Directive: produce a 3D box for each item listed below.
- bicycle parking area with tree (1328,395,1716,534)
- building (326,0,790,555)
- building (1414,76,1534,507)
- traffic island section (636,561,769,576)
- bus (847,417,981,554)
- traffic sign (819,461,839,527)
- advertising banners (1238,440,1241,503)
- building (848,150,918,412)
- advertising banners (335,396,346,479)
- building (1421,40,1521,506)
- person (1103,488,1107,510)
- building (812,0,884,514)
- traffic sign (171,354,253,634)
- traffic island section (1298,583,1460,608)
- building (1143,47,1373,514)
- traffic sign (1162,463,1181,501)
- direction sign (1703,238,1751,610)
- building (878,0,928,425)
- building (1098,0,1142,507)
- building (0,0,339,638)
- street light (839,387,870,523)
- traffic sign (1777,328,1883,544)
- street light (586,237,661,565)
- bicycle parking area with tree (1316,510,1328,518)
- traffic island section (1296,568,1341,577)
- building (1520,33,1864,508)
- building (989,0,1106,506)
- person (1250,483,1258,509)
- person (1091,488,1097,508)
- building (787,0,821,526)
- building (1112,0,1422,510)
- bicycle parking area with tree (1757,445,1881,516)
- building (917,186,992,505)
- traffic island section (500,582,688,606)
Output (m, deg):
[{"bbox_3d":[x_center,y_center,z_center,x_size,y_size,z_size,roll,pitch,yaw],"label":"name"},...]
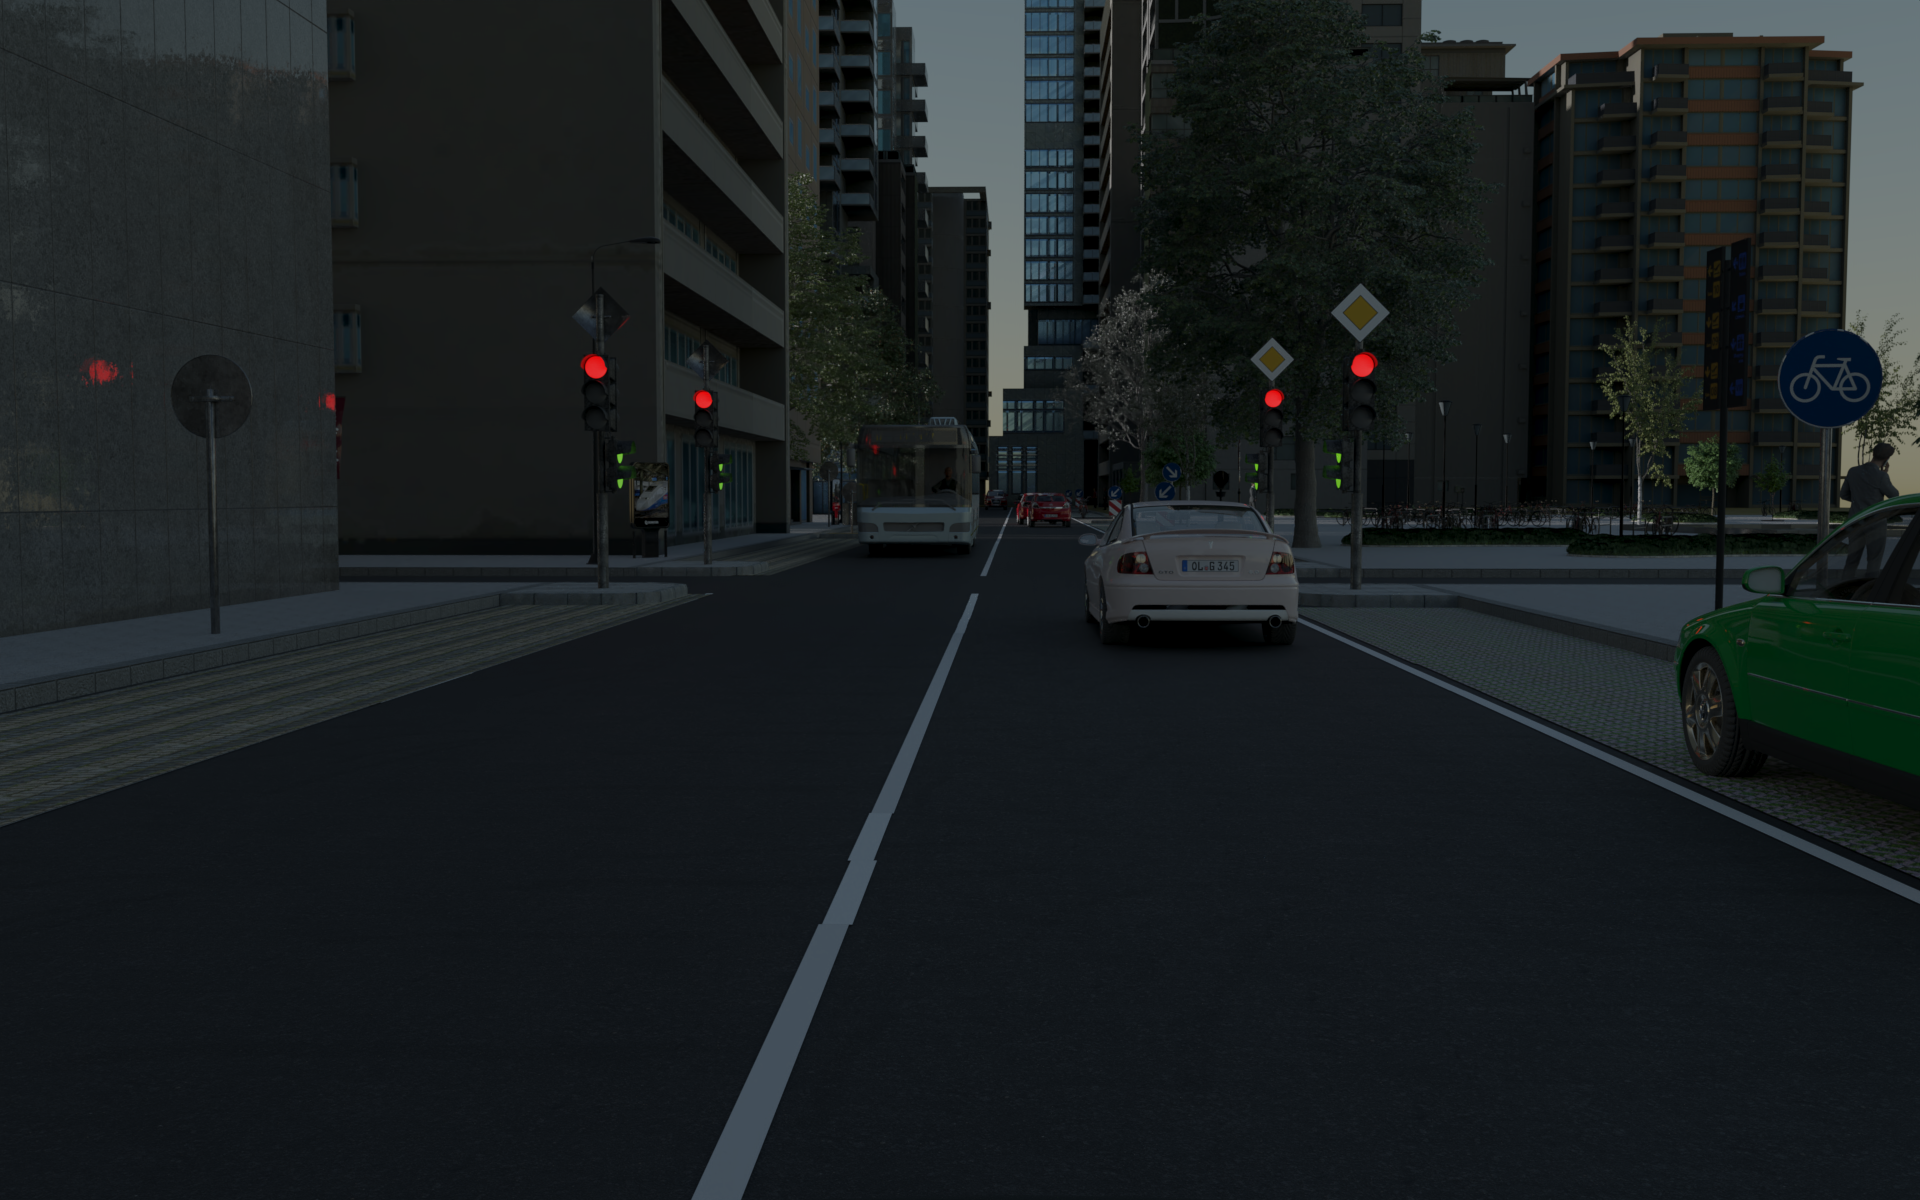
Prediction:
[{"bbox_3d":[17.143,-3.961,51.759,8.231,4.147,9.016,3,5,45],"label":"bicycle parking area with tree"},{"bbox_3d":[-16.596,-25.799,45.523,21.300,48.544,21.600,0,4,2],"label":"building"},{"bbox_3d":[48.028,-29.931,172.963,14.086,41.232,14.154,0,4,2],"label":"building"},{"bbox_3d":[-4.623,-0.572,31.632,2.009,0.180,2.903,0,4,2],"label":"traffic island section"},{"bbox_3d":[-0.882,-3.007,44.023,2.948,3.499,13.247,0,4,1],"label":"bus"},{"bbox_3d":[-5.113,-4.122,67.505,0.768,2.556,0.104,1,4,11],"label":"traffic sign"},{"bbox_3d":[7.950,-3.250,49.333,0.090,3.025,2.074,1,4,9],"label":"advertising banners"},{"bbox_3d":[-10.908,-22.869,145.607,14.160,30.474,14.107,0,4,2],"label":"building"},{"bbox_3d":[-12.043,-2.135,31.091,2.074,3.025,0.090,0,4,-1],"label":"advertising banners"},{"bbox_3d":[49.003,-37.556,203.276,27.495,52.752,28.713,0,4,2],"label":"building"},{"bbox_3d":[11.620,-8.128,139.070,0.705,1.807,1.348,0,4,-1],"label":"person"},{"bbox_3d":[-15.929,-49.472,121.539,22.319,86.520,31.000,0,4,2],"label":"building"},{"bbox_3d":[-6.838,-0.962,15.833,0.768,2.556,0.104,0,4,4],"label":"traffic sign"},{"bbox_3d":[5.346,-0.063,23.306,2.009,0.180,2.903,0,4,2],"label":"traffic island section"},{"bbox_3d":[19.218,-21.061,116.049,14.160,30.474,14.107,0,4,2],"label":"building"},{"bbox_3d":[8.606,-4.302,70.445,0.768,2.556,0.104,0,4,4],"label":"traffic sign"},{"bbox_3d":[6.970,-1.457,15.814,0.379,3.537,0.876,0,4,1],"label":"direction sign"},{"bbox_3d":[-18.565,-33.636,169.551,30.456,49.044,23.786,0,4,2],"label":"building"},{"bbox_3d":[23.545,-32.442,154.132,21.300,48.544,21.600,0,4,2],"label":"building"},{"bbox_3d":[-18.435,-12.155,16.755,19.932,24.808,12.078,0,4,2],"label":"building"},{"bbox_3d":[-4.637,-6.303,75.592,1.470,5.913,1.316,0,4,2],"label":"street light"},{"bbox_3d":[6.711,-0.816,13.446,0.768,2.556,0.104,0,4,8],"label":"traffic sign"},{"bbox_3d":[-6.098,-3.602,31.438,1.470,5.913,1.316,0,4,2],"label":"street light"},{"bbox_3d":[18.946,-5.038,69.366,8.231,4.147,9.016,-1,4,-18],"label":"bicycle parking area with tree"},{"bbox_3d":[5.613,-0.551,31.287,2.009,0.180,2.903,0,4,2],"label":"traffic island section"},{"bbox_3d":[70.422,-31.376,167.625,28.867,44.769,22.147,0,4,2],"label":"building"},{"bbox_3d":[19.045,-54.245,199.582,31.000,86.520,22.319,0,4,2],"label":"building"},{"bbox_3d":[14.292,-4.809,84.026,0.474,1.900,0.648,0,4,-7],"label":"person"},{"bbox_3d":[12.046,-9.103,154.842,0.705,1.831,1.348,-1,4,-14],"label":"person"},{"bbox_3d":[-13.518,-25.766,71.385,14.600,45.320,14.200,0,4,2],"label":"building"},{"bbox_3d":[22.617,-42.455,132.394,20.563,71.187,20.611,0,4,2],"label":"building"},{"bbox_3d":[50.746,-6.976,101.056,8.231,4.147,9.016,3,5,39],"label":"bicycle parking area with tree"},{"bbox_3d":[-8.258,-31.521,207.253,23.993,40.220,32.217,0,4,2],"label":"building"},{"bbox_3d":[-4.889,-0.084,23.652,2.009,0.180,2.903,0,4,2],"label":"traffic island section"}]
